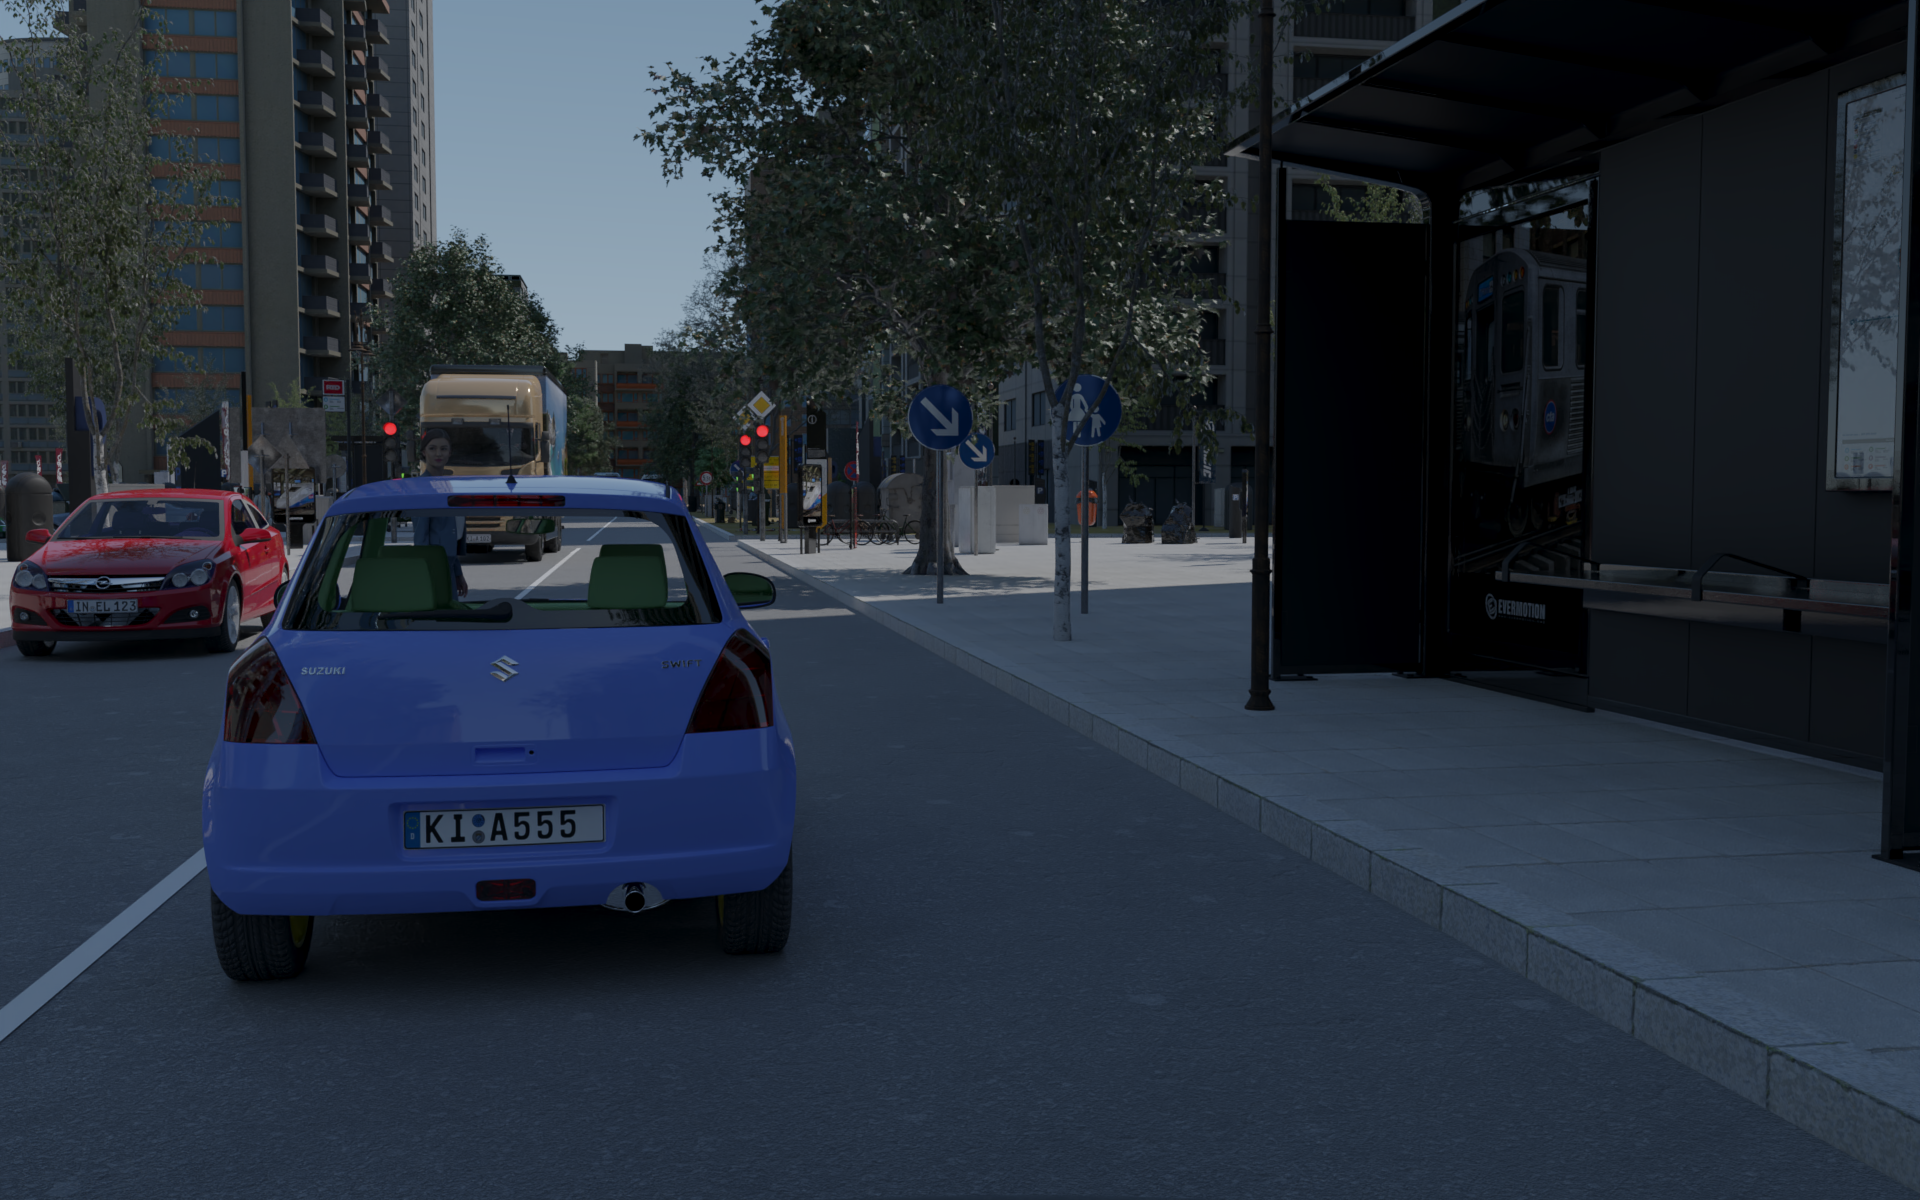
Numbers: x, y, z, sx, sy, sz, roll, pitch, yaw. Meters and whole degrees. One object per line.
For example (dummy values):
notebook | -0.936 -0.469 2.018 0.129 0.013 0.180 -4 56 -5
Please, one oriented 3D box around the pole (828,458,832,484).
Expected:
pole | -7.330 -6.350 97.671 0.158 3.312 0.155 0 3 0

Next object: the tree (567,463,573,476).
tree | -32.604 -9.454 138.283 4.285 4.588 4.351 0 3 0

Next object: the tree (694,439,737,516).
tree | -14.368 -7.318 103.361 4.285 4.588 4.351 0 3 0

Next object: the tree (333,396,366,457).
tree | -43.623 -10.529 122.508 4.737 8.622 4.395 0 3 0

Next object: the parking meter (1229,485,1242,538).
parking meter | 8.017 -2.566 50.371 0.372 1.533 0.369 0 3 0

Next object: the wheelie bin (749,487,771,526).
wheelie bin | -8.046 -3.764 69.452 0.693 1.594 0.980 2 4 32

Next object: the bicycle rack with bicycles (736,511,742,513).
bicycle rack with bicycles | -13.654 -6.278 116.029 2.852 0.926 2.925 1 4 13

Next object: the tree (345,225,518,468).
tree | -21.538 -9.619 74.284 9.611 12.733 9.660 0 3 0

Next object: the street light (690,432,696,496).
street light | -19.737 -9.515 128.351 0.468 5.910 1.993 -1 4 -10

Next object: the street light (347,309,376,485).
street light | -14.976 -4.324 43.477 0.468 5.910 1.993 -1 4 -10

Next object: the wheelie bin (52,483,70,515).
wheelie bin | -26.694 -2.678 51.691 0.693 1.594 0.980 1 4 20

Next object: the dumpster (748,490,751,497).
dumpster | -14.069 -7.279 121.500 1.502 2.255 1.985 -1 4 -10

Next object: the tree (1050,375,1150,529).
tree | 5.306 -6.903 63.224 4.737 8.622 4.395 0 3 0

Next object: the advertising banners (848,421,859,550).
advertising banners | -2.481 -2.725 40.748 0.090 3.025 2.074 0 4 2

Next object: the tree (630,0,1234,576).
tree | -0.311 -6.741 27.218 9.611 12.733 9.660 0 3 0

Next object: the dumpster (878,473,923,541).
dumpster | -1.525 -2.570 47.776 1.264 1.857 1.865 -1 4 -10

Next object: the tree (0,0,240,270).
tree | -11.140 -4.390 22.137 4.360 8.622 3.978 0 3 0

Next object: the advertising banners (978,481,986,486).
advertising banners | 1.670 -4.986 77.716 2.074 3.025 0.090 0 4 -4

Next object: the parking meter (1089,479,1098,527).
parking meter | 5.117 -3.757 67.136 0.399 1.863 0.255 2 4 29

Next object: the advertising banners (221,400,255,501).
advertising banners | -13.347 -2.191 32.008 0.090 3.025 2.074 -3 4 -36

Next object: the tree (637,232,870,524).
tree | -8.391 -9.986 73.636 12.009 13.543 11.850 0 3 0

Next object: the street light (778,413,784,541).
street light | -4.870 -4.532 46.889 0.468 5.910 1.993 -1 4 -10

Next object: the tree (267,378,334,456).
tree | -42.337 -9.704 109.031 4.737 8.622 4.395 0 3 0

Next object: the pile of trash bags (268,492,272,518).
pile of trash bags | -36.114 -5.076 92.738 1.912 1.369 3.447 1 4 18

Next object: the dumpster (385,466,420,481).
dumpster | -18.961 -3.467 59.179 1.502 2.255 1.985 -1 4 -10

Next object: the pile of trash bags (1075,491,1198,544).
pile of trash bags | 4.612 -2.190 45.558 3.447 1.369 1.912 2 4 28

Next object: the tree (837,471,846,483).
tree | -9.130 -8.066 126.477 1.663 3.219 1.824 0 3 0

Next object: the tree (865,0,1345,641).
tree | 0.933 -3.934 14.681 4.360 8.622 3.978 0 3 0

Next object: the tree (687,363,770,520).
tree | -11.366 -8.366 87.150 4.360 8.622 3.978 0 3 0

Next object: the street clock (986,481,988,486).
street clock | 1.393 -5.569 95.628 0.358 2.002 0.471 1 4 11

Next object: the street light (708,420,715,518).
street light | -13.255 -7.330 92.627 0.468 5.910 1.993 -1 4 -10

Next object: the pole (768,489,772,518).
pole | -10.343 -6.136 94.164 0.158 3.312 0.155 0 3 0

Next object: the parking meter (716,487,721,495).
parking meter | -14.795 -6.136 106.039 0.255 1.863 0.399 -1 4 -16

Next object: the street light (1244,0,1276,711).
street light | 1.787 -2.285 10.151 0.468 5.910 1.993 -1 4 -10

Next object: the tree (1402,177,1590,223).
tree | 10.098 -4.968 31.591 4.360 8.622 3.978 0 3 0

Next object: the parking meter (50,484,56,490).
parking meter | -50.905 -5.598 97.240 0.399 1.863 0.255 0 4 -5

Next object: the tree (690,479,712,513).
tree | -17.611 -7.663 119.886 1.663 3.219 1.824 0 3 0

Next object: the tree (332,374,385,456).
tree | -35.512 -9.358 103.370 4.360 8.622 3.978 0 3 0

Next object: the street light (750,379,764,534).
street light | -6.512 -5.081 55.855 0.468 5.910 1.993 -1 4 -10

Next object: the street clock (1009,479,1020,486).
street clock | 2.531 -4.659 80.743 0.471 2.002 0.358 -1 4 -11

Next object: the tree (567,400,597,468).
tree | -30.868 -11.970 130.114 7.601 10.594 8.767 -2 4 -27

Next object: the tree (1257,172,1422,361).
tree | 8.462 -5.324 37.407 4.737 8.622 4.395 0 3 0

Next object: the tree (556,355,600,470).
tree | -29.339 -11.821 119.030 9.928 11.665 9.643 0 3 0

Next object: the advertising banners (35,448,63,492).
advertising banners | -34.160 -4.207 64.969 0.090 3.025 2.074 0 4 1

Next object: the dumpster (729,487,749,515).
dumpster | -13.951 -6.338 109.390 1.264 1.857 1.865 -1 4 -10

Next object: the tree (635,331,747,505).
tree | -30.925 -20.987 199.032 12.611 20.169 13.585 0 3 0

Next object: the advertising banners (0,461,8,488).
advertising banners | -50.114 -5.724 89.779 2.074 3.025 0.090 1 4 16

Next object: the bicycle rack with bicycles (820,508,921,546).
bicycle rack with bicycles | -2.317 -1.878 44.084 2.925 0.926 2.852 0 4 -2

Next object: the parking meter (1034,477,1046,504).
parking meter | 2.703 -3.232 58.555 0.399 1.863 0.255 0 4 -4
